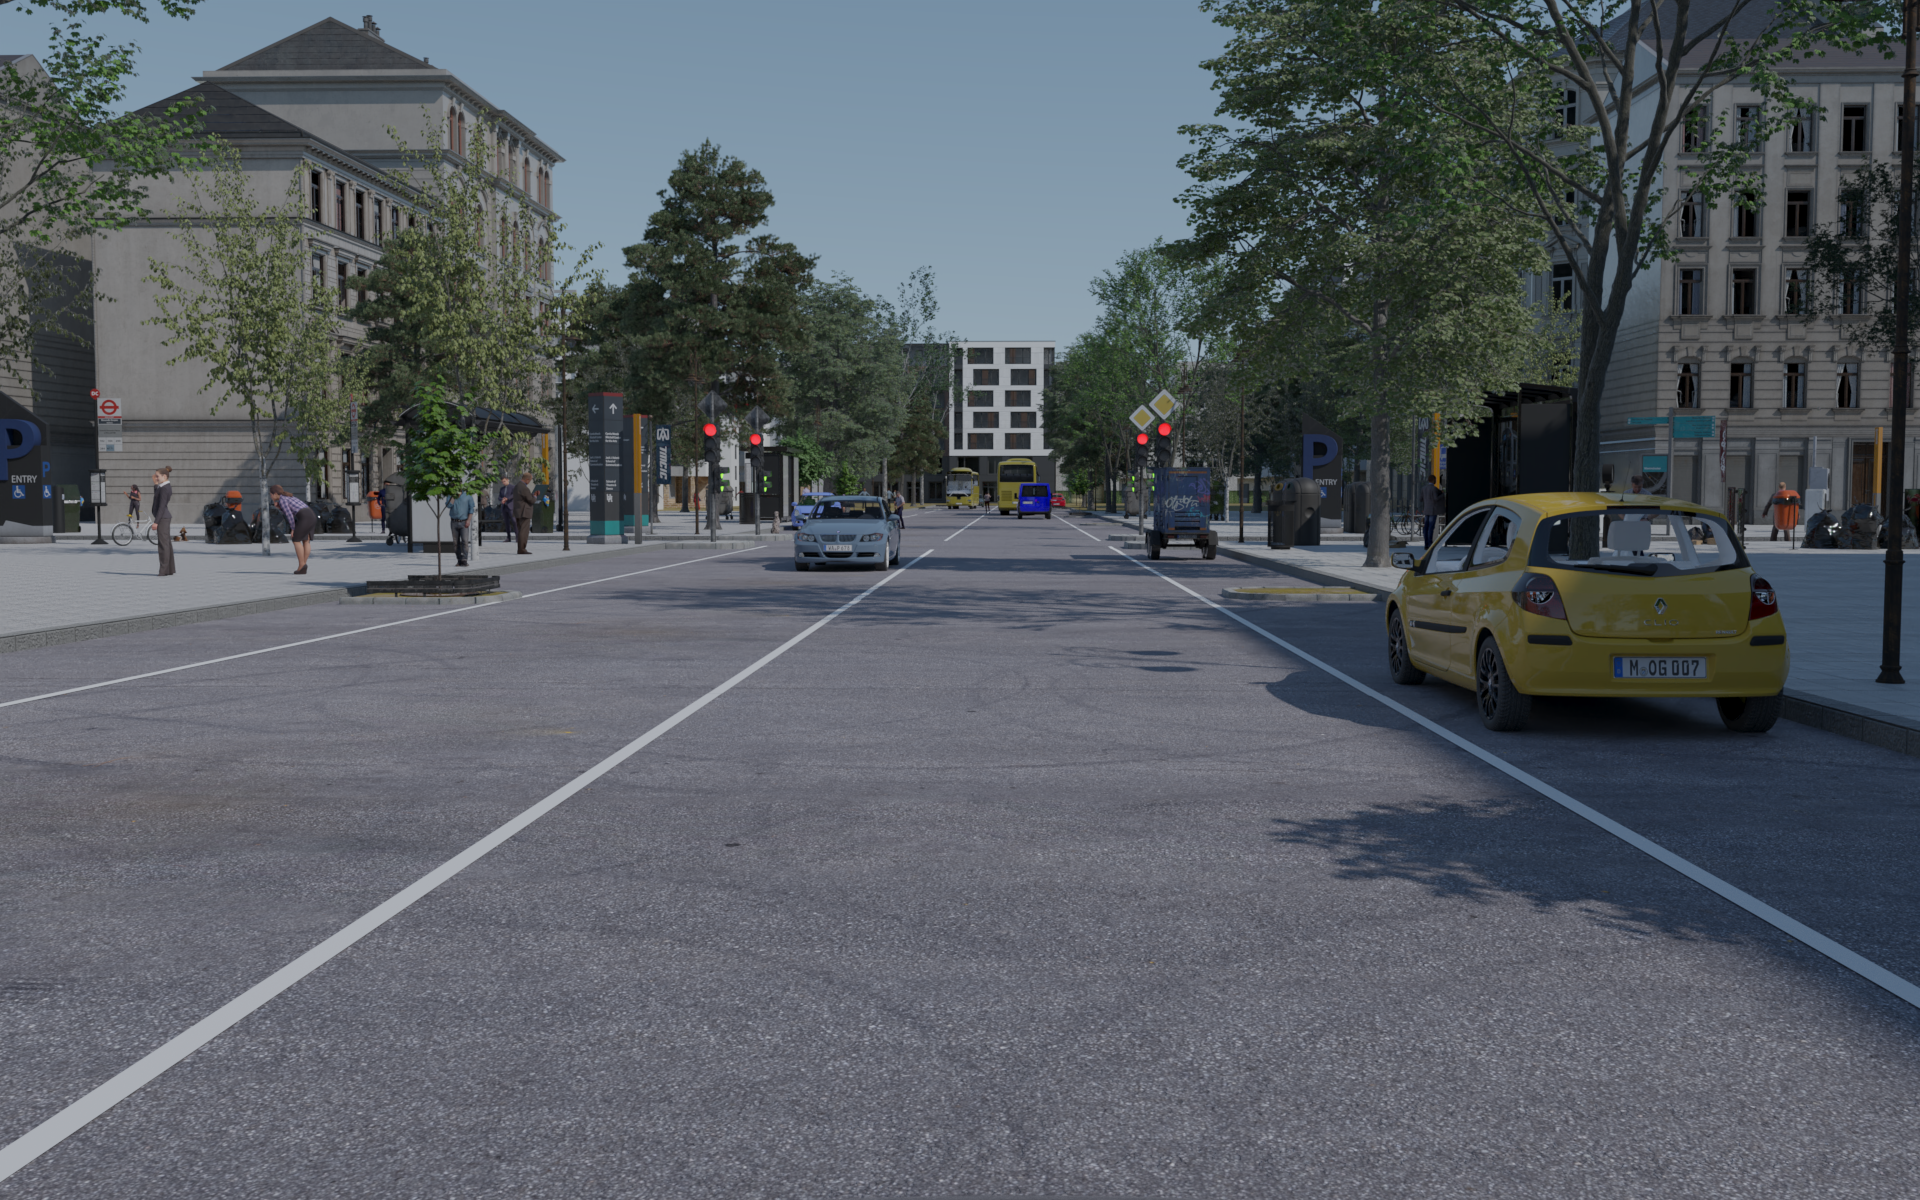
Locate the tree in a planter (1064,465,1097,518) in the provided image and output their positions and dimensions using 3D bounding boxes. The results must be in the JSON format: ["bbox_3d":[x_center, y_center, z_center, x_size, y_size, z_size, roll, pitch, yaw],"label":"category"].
[{"bbox_3d":[7.353,-6.660,106.114,1.991,3.239,1.994,0,4,2],"label":"tree in a planter"}]

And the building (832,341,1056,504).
[{"bbox_3d":[-3.168,-24.531,245.059,32.646,21.610,27.936,0,4,2],"label":"building"}]

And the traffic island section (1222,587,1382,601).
[{"bbox_3d":[4.700,-0.083,24.217,1.991,0.108,1.994,0,4,2],"label":"traffic island section"}]

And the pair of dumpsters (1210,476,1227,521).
[{"bbox_3d":[12.062,-5.021,84.581,1.574,2.255,4.436,0,4,2],"label":"pair of dumpsters"}]

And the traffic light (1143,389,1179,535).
[{"bbox_3d":[5.369,-3.463,45.867,0.839,4.213,0.868,0,4,2],"label":"traffic light"}]

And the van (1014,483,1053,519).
[{"bbox_3d":[4.253,-5.827,99.656,2.240,2.365,5.245,0,4,1],"label":"van"}]

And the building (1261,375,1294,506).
[{"bbox_3d":[39.385,-19.772,179.696,16.016,20.091,11.380,0,4,2],"label":"building"}]

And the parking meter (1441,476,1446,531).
[{"bbox_3d":[15.810,-3.100,56.393,0.255,1.863,0.399,1,4,15],"label":"parking meter"}]

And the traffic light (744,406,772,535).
[{"bbox_3d":[-6.329,-3.974,54.218,0.839,4.213,0.868,0,4,2],"label":"traffic light"}]

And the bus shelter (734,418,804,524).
[{"bbox_3d":[-8.579,-6.093,77.250,2.179,5.291,8.768,0,4,2],"label":"bus shelter"}]

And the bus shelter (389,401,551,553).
[{"bbox_3d":[-11.174,-2.819,40.013,2.014,3.302,5.546,0,4,2],"label":"bus shelter"}]

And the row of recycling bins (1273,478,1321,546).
[{"bbox_3d":[8.691,-2.290,44.552,1.069,1.692,3.534,0,4,4],"label":"row of recycling bins"}]

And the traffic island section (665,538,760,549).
[{"bbox_3d":[-6.627,-1.473,46.371,2.009,0.180,2.903,0,4,2],"label":"traffic island section"}]

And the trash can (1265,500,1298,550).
[{"bbox_3d":[7.429,-1.740,40.101,0.748,1.137,0.748,0,3,0],"label":"trash can"}]

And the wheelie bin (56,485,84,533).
[{"bbox_3d":[-29.673,-3.035,57.529,0.980,1.594,0.693,-3,5,-43],"label":"wheelie bin"}]

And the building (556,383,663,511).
[{"bbox_3d":[-29.202,-12.389,144.701,9.099,9.664,28.070,0,4,2],"label":"building"}]

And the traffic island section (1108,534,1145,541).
[{"bbox_3d":[5.667,-1.938,53.960,2.009,0.180,2.903,0,4,2],"label":"traffic island section"}]

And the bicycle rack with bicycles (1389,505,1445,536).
[{"bbox_3d":[14.401,-2.473,53.820,2.925,0.926,2.852,-1,4,-15],"label":"bicycle rack with bicycles"}]

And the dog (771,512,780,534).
[{"bbox_3d":[-6.576,-2.688,60.793,0.800,0.831,0.513,-3,5,-44],"label":"dog"}]

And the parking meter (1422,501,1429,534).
[{"bbox_3d":[15.111,-2.902,55.858,0.372,1.533,0.369,0,3,0],"label":"parking meter"}]

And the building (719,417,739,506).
[{"bbox_3d":[-38.038,-14.799,184.110,28.070,9.664,9.099,0,4,2],"label":"building"}]

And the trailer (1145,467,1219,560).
[{"bbox_3d":[4.877,-1.940,38.767,1.471,1.999,3.904,0,4,1],"label":"trailer"}]

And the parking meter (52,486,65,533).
[{"bbox_3d":[-29.530,-2.954,56.712,0.372,1.533,0.369,0,3,0],"label":"parking meter"}]

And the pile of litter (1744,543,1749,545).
[{"bbox_3d":[19.212,-1.840,44.048,1.719,0.858,1.176,1,4,14],"label":"pile of litter"}]

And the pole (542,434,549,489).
[{"bbox_3d":[-13.750,-3.891,57.463,0.158,3.312,0.155,0,3,0],"label":"pole"}]

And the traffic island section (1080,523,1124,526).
[{"bbox_3d":[6.483,-3.450,79.280,1.991,0.108,1.994,0,4,2],"label":"traffic island section"}]

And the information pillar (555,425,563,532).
[{"bbox_3d":[-13.851,-4.190,59.815,0.184,3.620,1.656,-1,4,-16],"label":"information pillar"}]

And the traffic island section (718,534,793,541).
[{"bbox_3d":[-6.368,-1.962,54.352,2.009,0.180,2.903,0,4,2],"label":"traffic island section"}]

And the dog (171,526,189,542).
[{"bbox_3d":[-21.128,-1.775,46.757,0.748,0.427,0.550,-3,5,-44],"label":"dog"}]

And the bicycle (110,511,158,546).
[{"bbox_3d":[-20.421,-1.824,43.047,0.635,0.972,1.543,2,4,33],"label":"bicycle"}]

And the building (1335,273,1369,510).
[{"bbox_3d":[37.710,-17.086,135.777,16.016,20.091,11.380,0,4,2],"label":"building"}]

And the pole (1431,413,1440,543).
[{"bbox_3d":[12.010,-3.053,43.766,0.158,3.312,0.155,0,3,0],"label":"pole"}]

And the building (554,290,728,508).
[{"bbox_3d":[-31.299,-18.836,164.387,16.016,20.091,11.380,0,4,2],"label":"building"}]

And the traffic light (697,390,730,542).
[{"bbox_3d":[-6.587,-3.486,46.237,0.839,4.213,0.868,0,4,2],"label":"traffic light"}]

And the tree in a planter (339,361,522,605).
[{"bbox_3d":[-7.043,-1.597,23.337,1.991,3.239,1.994,0,4,2],"label":"tree in a planter"}]

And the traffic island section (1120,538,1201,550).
[{"bbox_3d":[5.408,-1.449,45.979,2.009,0.180,2.903,0,4,2],"label":"traffic island section"}]

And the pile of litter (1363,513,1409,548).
[{"bbox_3d":[10.239,-1.698,41.735,1.176,0.858,1.719,2,4,30],"label":"pile of litter"}]

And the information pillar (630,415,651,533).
[{"bbox_3d":[-10.681,-4.127,56.855,0.750,3.857,0.750,3,5,40],"label":"information pillar"}]

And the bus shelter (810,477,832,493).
[{"bbox_3d":[-9.901,-8.113,126.574,2.014,3.302,5.546,0,4,2],"label":"bus shelter"}]

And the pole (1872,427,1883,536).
[{"bbox_3d":[28.017,-3.612,52.907,0.158,3.312,0.155,0,3,0],"label":"pole"}]

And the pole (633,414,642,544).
[{"bbox_3d":[-8.220,-3.079,44.184,0.158,3.312,0.155,0,3,0],"label":"pole"}]

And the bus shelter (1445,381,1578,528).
[{"bbox_3d":[12.131,-2.908,38.822,1.731,3.624,6.357,0,4,2],"label":"bus shelter"}]

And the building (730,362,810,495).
[{"bbox_3d":[-25.360,-23.456,239.928,11.380,20.091,16.016,0,4,2],"label":"building"}]

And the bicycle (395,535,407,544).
[{"bbox_3d":[-14.532,-1.946,45.038,0.635,0.972,1.543,0,4,-7],"label":"bicycle"}]

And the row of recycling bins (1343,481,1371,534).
[{"bbox_3d":[13.316,-3.079,57.454,1.069,1.692,3.534,0,4,5],"label":"row of recycling bins"}]

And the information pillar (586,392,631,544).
[{"bbox_3d":[-9.082,-3.370,44.485,0.750,3.857,0.750,3,5,40],"label":"information pillar"}]

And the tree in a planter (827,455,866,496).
[{"bbox_3d":[-5.237,-5.001,78.989,1.991,3.239,1.994,0,4,2],"label":"tree in a planter"}]

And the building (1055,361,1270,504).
[{"bbox_3d":[28.842,-22.805,239.320,31.486,18.905,16.747,0,4,2],"label":"building"}]

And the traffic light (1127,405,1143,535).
[{"bbox_3d":[5.627,-3.951,53.848,0.839,4.213,0.868,0,4,2],"label":"traffic light"}]

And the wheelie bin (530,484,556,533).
[{"bbox_3d":[-13.707,-2.991,56.812,0.980,1.594,0.693,2,4,35],"label":"wheelie bin"}]

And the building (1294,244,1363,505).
[{"bbox_3d":[44.105,-19.177,157.514,27.936,21.610,32.646,0,4,2],"label":"building"}]
